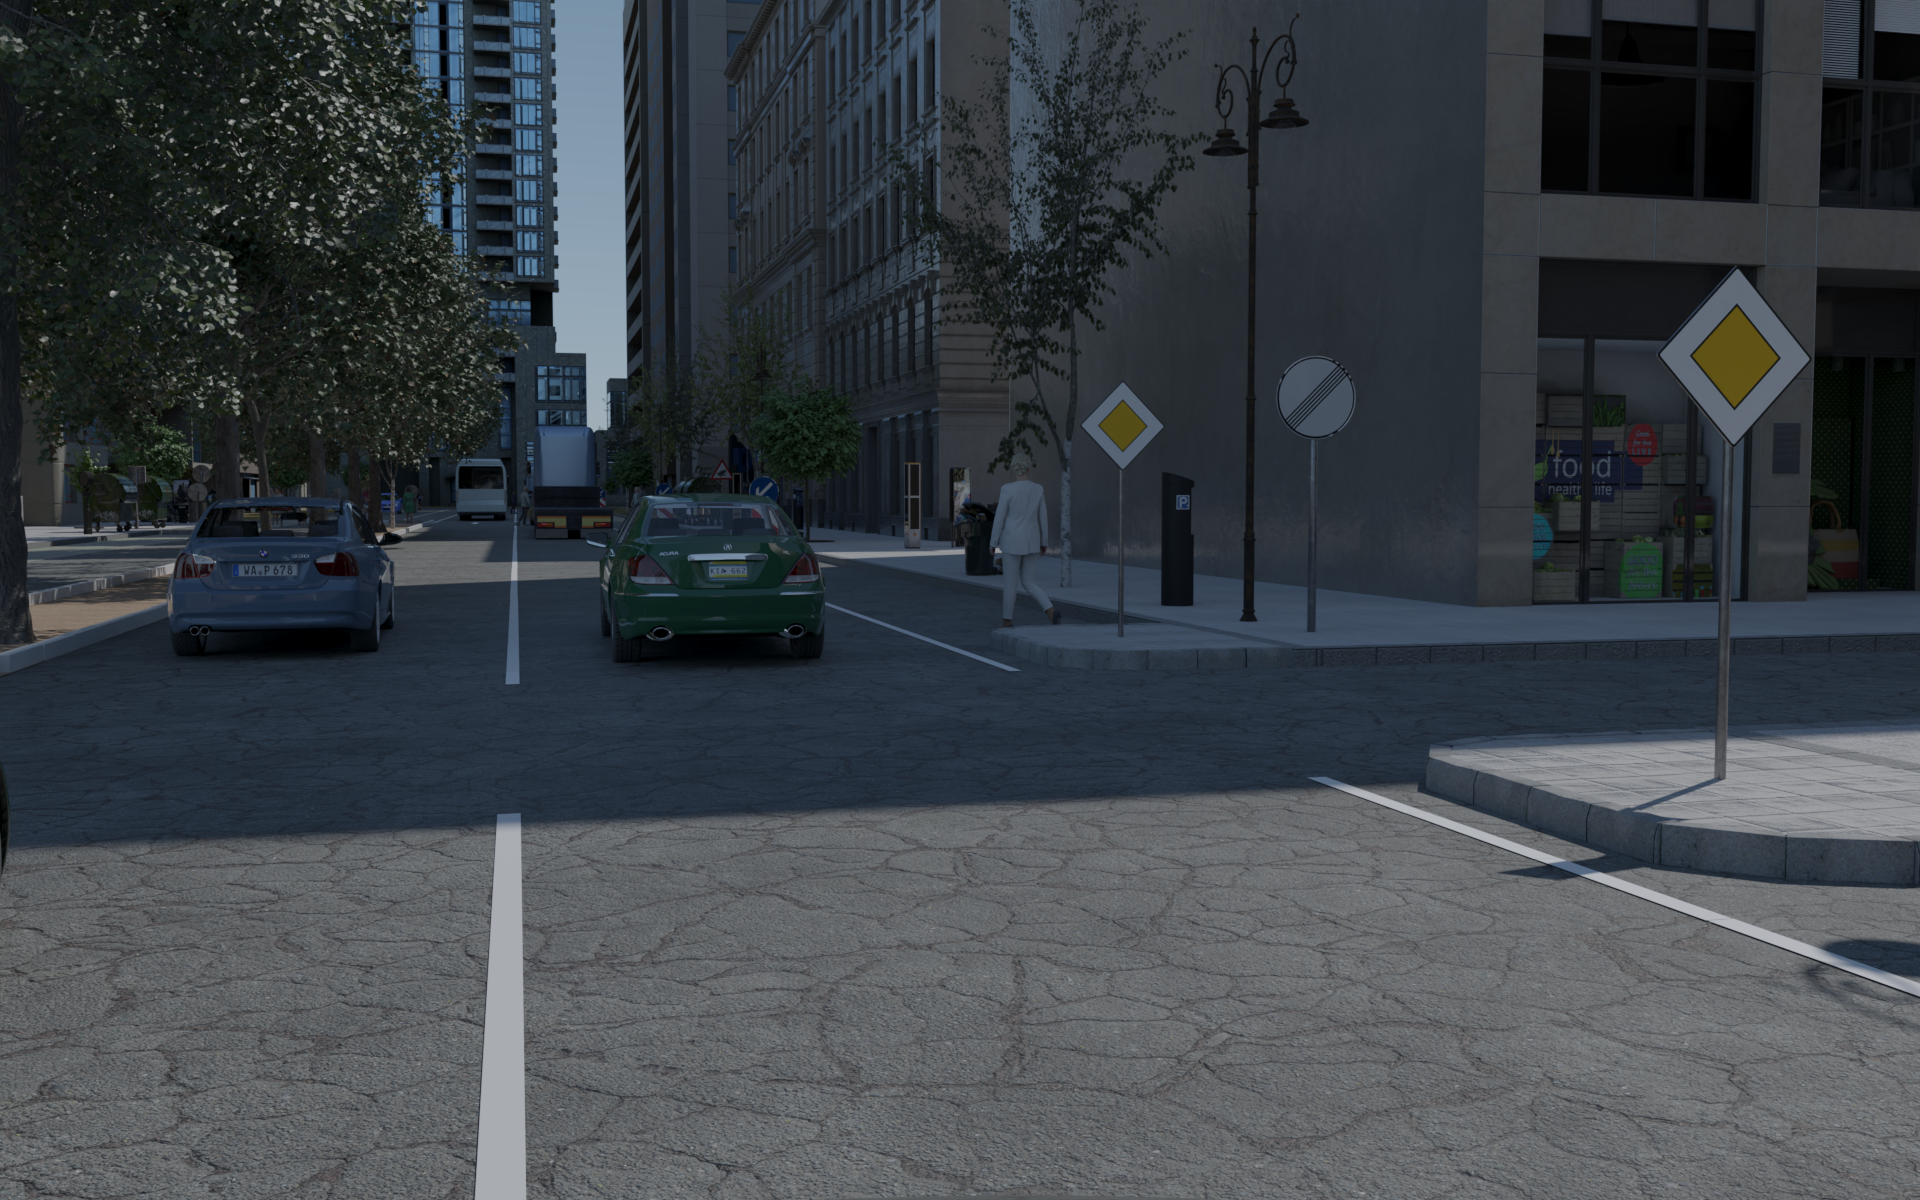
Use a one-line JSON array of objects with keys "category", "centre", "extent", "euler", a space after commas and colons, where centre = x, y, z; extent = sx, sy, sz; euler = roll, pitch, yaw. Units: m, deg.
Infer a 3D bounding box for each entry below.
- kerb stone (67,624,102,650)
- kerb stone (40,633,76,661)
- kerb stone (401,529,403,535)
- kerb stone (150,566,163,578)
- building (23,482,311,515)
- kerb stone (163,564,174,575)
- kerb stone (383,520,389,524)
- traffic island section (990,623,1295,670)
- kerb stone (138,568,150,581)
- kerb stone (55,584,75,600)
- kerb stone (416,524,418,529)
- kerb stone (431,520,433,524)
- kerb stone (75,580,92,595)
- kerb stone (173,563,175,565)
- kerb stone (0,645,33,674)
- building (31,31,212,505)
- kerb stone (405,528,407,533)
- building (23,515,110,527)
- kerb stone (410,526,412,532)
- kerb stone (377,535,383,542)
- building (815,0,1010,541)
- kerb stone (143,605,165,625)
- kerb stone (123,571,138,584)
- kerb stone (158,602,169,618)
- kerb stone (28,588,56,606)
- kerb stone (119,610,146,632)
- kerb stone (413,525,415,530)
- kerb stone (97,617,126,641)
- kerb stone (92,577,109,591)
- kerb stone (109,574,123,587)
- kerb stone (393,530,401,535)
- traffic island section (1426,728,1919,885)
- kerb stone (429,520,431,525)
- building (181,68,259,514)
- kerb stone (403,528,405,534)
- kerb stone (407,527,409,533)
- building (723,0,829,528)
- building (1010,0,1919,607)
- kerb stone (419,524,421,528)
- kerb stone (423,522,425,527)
[{"category": "kerb stone", "centre": [-8.262, 0.363, 16.267], "extent": [0.120, 0.150, 1.000], "euler": [-1, 4, -14]}, {"category": "kerb stone", "centre": [-8.007, 0.427, 15.275], "extent": [0.120, 0.150, 1.000], "euler": [-1, 4, -14]}, {"category": "kerb stone", "centre": [-19.478, -2.312, 59.995], "extent": [0.120, 0.150, 1.000], "euler": [-1, 4, -14]}, {"category": "kerb stone", "centre": [-13.866, -0.455, 29.666], "extent": [0.120, 0.150, 1.000], "euler": [-1, 4, -14]}, {"category": "building", "centre": [-67.175, -17.856, 136.991], "extent": [28.899, 21.520, 27.650], "euler": [-1, 4, -14]}, {"category": "kerb stone", "centre": [-14.126, -0.514, 30.667], "extent": [0.120, 0.150, 1.000], "euler": [-1, 4, -14]}, {"category": "kerb stone", "centre": [-27.883, -3.801, 84.338], "extent": [0.120, 0.150, 1.000], "euler": [-1, 4, -14]}, {"category": "traffic island section", "centre": [1.461, 0.411, 15.561], "extent": [2.009, 0.180, 2.903], "euler": [-1, 4, -14]}, {"category": "kerb stone", "centre": [-13.612, -0.396, 28.668], "extent": [0.120, 0.150, 1.000], "euler": [-1, 4, -14]}, {"category": "kerb stone", "centre": [-12.339, -0.092, 23.704], "extent": [0.120, 0.150, 1.000], "euler": [-1, 4, -14]}, {"category": "kerb stone", "centre": [-21.766, -2.858, 68.921], "extent": [0.120, 0.150, 1.000], "euler": [-1, 4, -14]}, {"category": "kerb stone", "centre": [-24.825, -3.588, 80.861], "extent": [0.120, 0.150, 1.000], "euler": [-1, 4, -14]}, {"category": "kerb stone", "centre": [-12.597, -0.153, 24.694], "extent": [0.120, 0.150, 1.000], "euler": [-1, 4, -14]}, {"category": "kerb stone", "centre": [-14.383, -0.579, 31.656], "extent": [0.120, 0.150, 1.000], "euler": [-1, 4, -14]}, {"category": "kerb stone", "centre": [-7.761, 0.486, 14.283], "extent": [0.120, 0.150, 1.000], "euler": [-1, 4, -14]}, {"category": "building", "centre": [-56.396, -30.728, 91.638], "extent": [28.713, 52.752, 27.495], "euler": [-1, 4, -14]}, {"category": "kerb stone", "centre": [-19.983, -2.434, 61.986], "extent": [0.120, 0.150, 1.000], "euler": [-1, 4, -14]}, {"category": "building", "centre": [-47.641, -13.086, 58.989], "extent": [27.650, 21.520, 28.899], "euler": [-1, 4, -14]}, {"category": "kerb stone", "centre": [-20.751, -2.615, 64.958], "extent": [0.120, 0.150, 1.000], "euler": [-1, 4, -14]}, {"category": "kerb stone", "centre": [-17.695, -1.886, 53.035], "extent": [0.120, 0.150, 1.000], "euler": [-1, 4, -14]}, {"category": "building", "centre": [1.721, -12.658, 56.113], "extent": [9.793, 20.994, 18.267], "euler": [-1, 4, -14]}, {"category": "kerb stone", "centre": [-9.028, 0.186, 19.241], "extent": [0.120, 0.150, 1.000], "euler": [-1, 4, -14]}, {"category": "kerb stone", "centre": [-13.353, -0.335, 27.676], "extent": [0.120, 0.150, 1.000], "euler": [-1, 4, -14]}, {"category": "kerb stone", "centre": [-9.285, 0.120, 20.230], "extent": [0.120, 0.150, 1.000], "euler": [-1, 4, -14]}, {"category": "kerb stone", "centre": [-12.086, -0.025, 22.708], "extent": [0.120, 0.150, 1.000], "euler": [-1, 4, -14]}, {"category": "kerb stone", "centre": [-8.775, 0.242, 18.250], "extent": [0.120, 0.150, 1.000], "euler": [-1, 4, -14]}, {"category": "kerb stone", "centre": [-21.262, -2.735, 66.938], "extent": [0.120, 0.150, 1.000], "euler": [-1, 4, -14]}, {"category": "kerb stone", "centre": [-8.518, 0.302, 17.260], "extent": [0.120, 0.150, 1.000], "euler": [-1, 4, -14]}, {"category": "kerb stone", "centre": [-12.846, -0.213, 25.685], "extent": [0.120, 0.150, 1.000], "euler": [-1, 4, -14]}, {"category": "kerb stone", "centre": [-13.105, -0.274, 26.681], "extent": [0.120, 0.150, 1.000], "euler": [-1, 4, -14]}, {"category": "kerb stone", "centre": [-19.222, -2.250, 58.995], "extent": [0.120, 0.150, 1.000], "euler": [-1, 4, -14]}, {"category": "traffic island section", "centre": [3.444, 0.884, 7.825], "extent": [2.009, 0.180, 2.903], "euler": [-1, 4, -14]}, {"category": "kerb stone", "centre": [-24.317, -3.467, 78.876], "extent": [0.120, 0.150, 1.000], "euler": [-1, 4, -14]}, {"category": "building", "centre": [-54.542, -28.362, 113.826], "extent": [14.600, 45.320, 14.200], "euler": [-1, 4, -14]}, {"category": "kerb stone", "centre": [-19.727, -2.373, 60.988], "extent": [0.120, 0.150, 1.000], "euler": [-1, 4, -14]}, {"category": "kerb stone", "centre": [-20.240, -2.494, 62.978], "extent": [0.120, 0.150, 1.000], "euler": [-1, 4, -14]}, {"category": "building", "centre": [-2.895, -17.144, 77.570], "extent": [12.463, 27.353, 25.104], "euler": [-1, 4, -14]}, {"category": "building", "centre": [19.938, -13.930, 32.278], "extent": [34.151, 26.468, 19.350], "euler": [-1, 4, -14]}, {"category": "kerb stone", "centre": [-22.279, -2.979, 70.907], "extent": [0.120, 0.150, 1.000], "euler": [-1, 4, -14]}, {"category": "kerb stone", "centre": [-23.040, -3.160, 73.900], "extent": [0.120, 0.150, 1.000], "euler": [-1, 4, -14]}]
